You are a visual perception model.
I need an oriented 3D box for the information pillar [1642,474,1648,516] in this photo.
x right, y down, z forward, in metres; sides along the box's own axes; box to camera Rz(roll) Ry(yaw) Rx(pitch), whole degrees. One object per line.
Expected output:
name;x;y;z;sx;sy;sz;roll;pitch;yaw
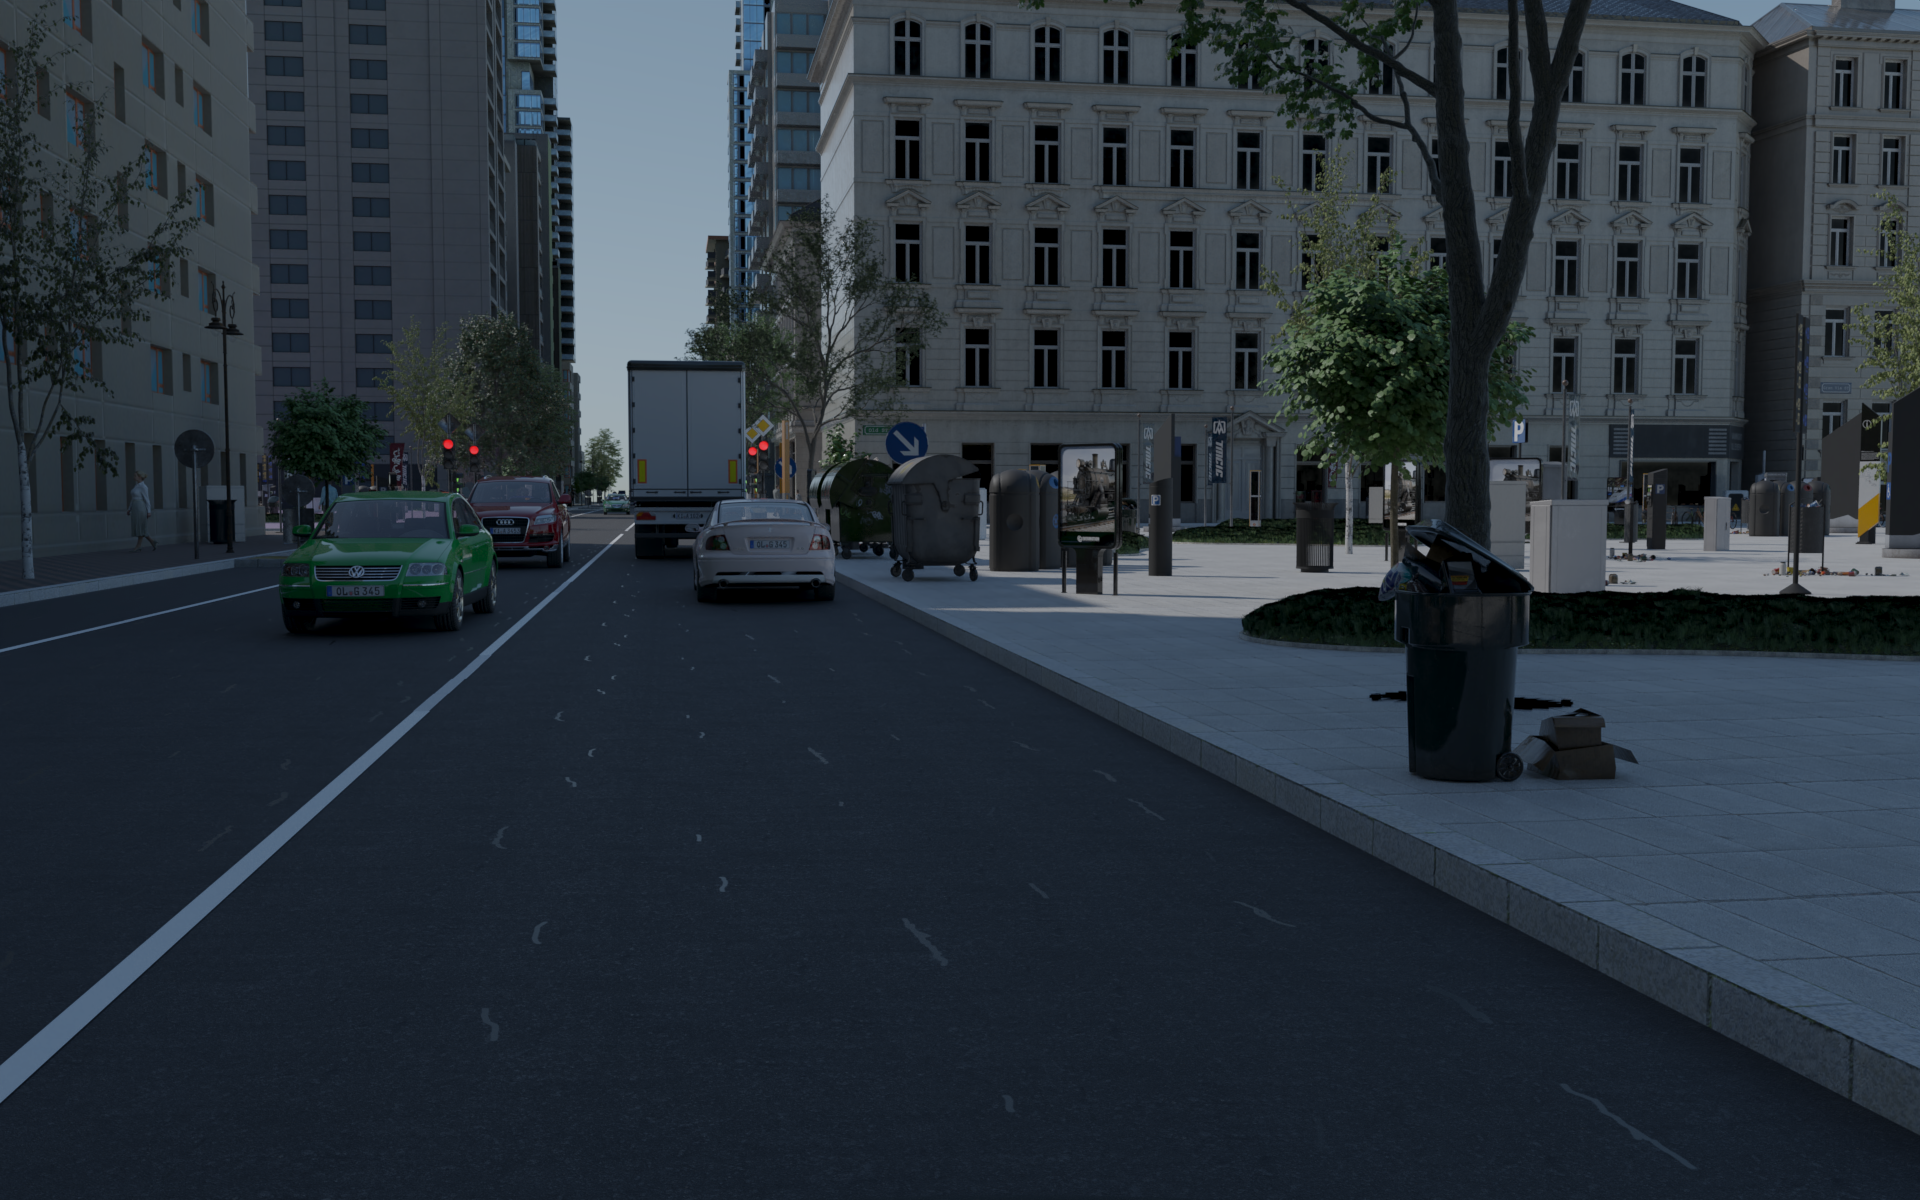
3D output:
information pillar;24.659;-3.523;62.089;0.304;2.012;0.304;2;4;31

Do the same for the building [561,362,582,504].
building;-66.994;-24.068;238.552;27.650;21.520;28.899;-1;4;-10

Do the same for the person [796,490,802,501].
person;-8.761;-5.187;93.443;0.523;1.515;0.503;0;4;-4

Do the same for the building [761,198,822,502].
building;-8.956;-16.754;124.842;10.553;20.767;40.483;-1;4;-10

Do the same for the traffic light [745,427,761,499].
traffic light;-8.290;-4.900;69.037;0.839;4.253;0.868;-1;4;-10

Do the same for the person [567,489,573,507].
person;-39.826;-10.417;176.377;0.705;1.823;1.348;2;4;24

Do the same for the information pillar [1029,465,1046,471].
information pillar;1.947;-2.389;43.552;0.304;2.012;0.304;2;4;31

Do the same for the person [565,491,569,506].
person;-41.299;-10.814;182.844;1.348;1.826;0.705;-3;5;-43

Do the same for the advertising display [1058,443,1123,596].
advertising display;1.655;-1.034;22.124;0.974;1.923;0.123;3;5;44

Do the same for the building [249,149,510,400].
building;-57.525;-29.219;169.610;32.217;40.220;23.993;-1;4;-10

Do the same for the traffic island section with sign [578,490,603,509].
traffic island section with sign;-35.339;-9.563;164.980;1.989;1.847;2.006;-1;4;-10

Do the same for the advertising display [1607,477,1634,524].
advertising display;25.084;-3.708;65.834;0.974;1.923;0.123;3;4;38

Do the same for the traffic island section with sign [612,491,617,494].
traffic island section with sign;-53.718;-16.220;273.831;1.989;1.847;2.006;-1;4;-10

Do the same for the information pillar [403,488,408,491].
information pillar;-38.222;-7.018;119.235;0.304;2.012;0.304;0;4;5

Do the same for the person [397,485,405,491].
person;-26.811;-4.697;83.023;0.537;1.800;0.526;2;4;26

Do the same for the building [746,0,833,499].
building;-9.622;-33.867;173.332;23.786;49.044;30.456;-1;4;-10

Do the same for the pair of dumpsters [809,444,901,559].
pair of dumpsters;-2.161;-2.045;35.935;1.574;2.255;4.437;-1;4;-10

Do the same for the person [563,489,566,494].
person;-44.485;-11.572;195.200;1.348;1.831;0.705;3;4;37

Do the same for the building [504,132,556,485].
building;-52.213;-30.970;189.951;14.154;41.232;14.086;-1;4;-10

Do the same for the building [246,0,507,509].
building;-47.616;-43.395;147.758;20.563;71.187;20.611;-1;4;-10

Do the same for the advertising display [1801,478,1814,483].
advertising display;33.395;-3.824;67.730;0.974;1.923;0.123;0;4;2

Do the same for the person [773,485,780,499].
person;-10.319;-5.626;98.135;0.767;1.812;0.694;-2;4;-31

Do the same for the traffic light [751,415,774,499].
traffic light;-6.961;-4.418;61.163;0.839;4.253;0.868;-1;4;-10

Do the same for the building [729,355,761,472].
building;-13.128;-21.966;204.176;27.650;21.520;28.899;-1;4;-10

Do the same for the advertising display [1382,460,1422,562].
advertising display;8.354;-1.685;32.763;0.123;1.923;0.974;-2;4;-25

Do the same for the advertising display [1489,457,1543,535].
advertising display;9.797;-1.556;30.660;0.974;1.923;0.123;2;4;32

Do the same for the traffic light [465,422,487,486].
traffic light;-18.800;-4.791;67.253;0.839;4.253;0.868;-1;4;-10

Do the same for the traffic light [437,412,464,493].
traffic light;-17.471;-4.309;59.379;0.839;4.253;0.868;-1;4;-10

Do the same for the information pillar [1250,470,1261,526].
information pillar;9.188;-3.020;53.873;0.304;2.012;0.304;1;4;20

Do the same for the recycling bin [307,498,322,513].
recycling bin;-44.255;-6.490;118.657;0.722;1.027;0.722;1;4;20

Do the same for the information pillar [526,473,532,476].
information pillar;-29.312;-7.731;117.754;0.183;3.616;0.504;3;5;44

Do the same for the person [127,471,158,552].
person;-18.133;-1.967;38.431;0.641;1.798;0.478;-3;5;-39

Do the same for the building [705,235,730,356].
building;-30.822;-38.678;287.002;22.147;44.769;28.867;-1;4;-10

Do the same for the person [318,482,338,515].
person;-20.923;-3.146;57.495;0.620;1.820;0.660;2;4;28

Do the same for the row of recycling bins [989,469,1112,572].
row of recycling bins;1.572;-1.402;30.033;1.069;1.692;3.534;2;4;32

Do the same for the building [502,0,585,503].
building;-69.406;-58.337;266.477;22.319;86.520;31.000;-1;4;-10

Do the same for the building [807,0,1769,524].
building;15.346;-18.819;84.113;44.131;29.872;17.030;-1;4;-10

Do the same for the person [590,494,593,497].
person;-58.753;-16.331;276.240;0.628;1.438;0.799;2;4;32

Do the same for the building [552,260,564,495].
building;-54.493;-26.450;204.165;14.160;30.474;14.107;-1;4;-10

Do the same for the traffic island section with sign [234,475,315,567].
traffic island section with sign;-13.373;-1.607;34.896;1.989;1.847;2.006;-1;4;-10

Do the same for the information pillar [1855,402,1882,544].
information pillar;23.141;-3.224;44.065;0.183;3.616;0.504;-3;5;-45

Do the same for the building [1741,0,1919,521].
building;49.957;-17.753;87.522;25.104;27.353;12.463;-1;4;-10

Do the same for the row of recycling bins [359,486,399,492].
row of recycling bins;-29.349;-4.934;87.782;1.069;1.692;3.534;1;4;18

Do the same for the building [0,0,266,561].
building;-33.924;-11.811;38.150;28.899;21.520;27.650;-1;4;-10

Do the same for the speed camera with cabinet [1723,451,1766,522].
speed camera with cabinet;35.863;-5.166;78.806;2.038;3.252;0.660;1;4;12

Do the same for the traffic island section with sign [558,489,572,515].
traffic island section with sign;-27.154;-6.601;116.547;1.989;1.847;2.006;-1;4;-10

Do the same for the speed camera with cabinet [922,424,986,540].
speed camera with cabinet;-0.295;-3.318;48.583;2.038;3.252;0.660;1;4;21

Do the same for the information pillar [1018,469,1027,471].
information pillar;1.788;-2.864;51.321;0.304;2.012;0.304;1;4;16

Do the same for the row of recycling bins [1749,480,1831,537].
row of recycling bins;25.429;-2.816;53.149;3.534;1.692;1.069;-2;4;-33

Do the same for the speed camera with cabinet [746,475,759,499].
speed camera with cabinet;-10.388;-5.618;86.183;0.660;3.252;2.038;-1;4;-13

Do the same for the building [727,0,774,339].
building;-25.242;-57.708;256.196;22.319;86.520;31.000;-1;4;-10

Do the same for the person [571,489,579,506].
person;-41.233;-10.908;184.417;1.348;1.821;0.705;2;4;24
